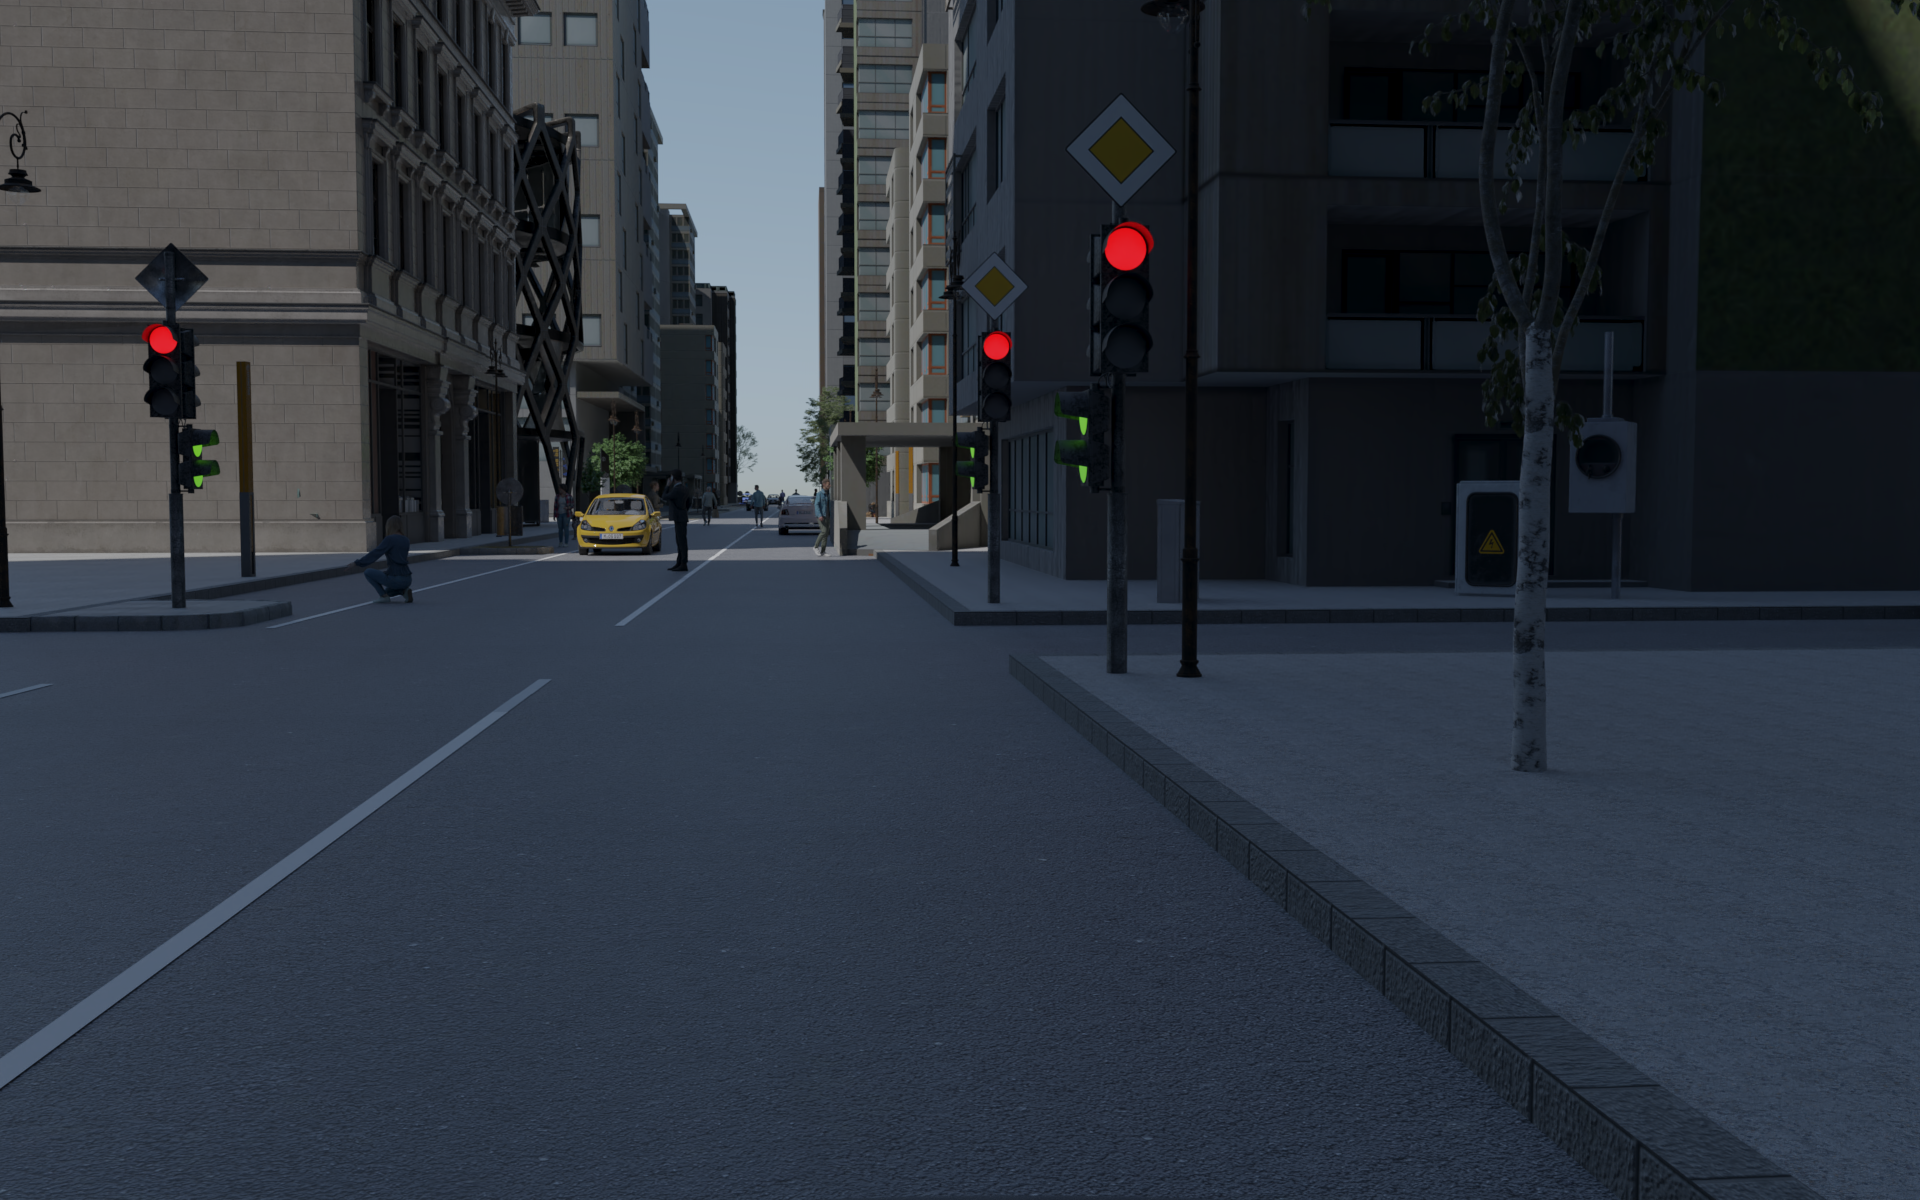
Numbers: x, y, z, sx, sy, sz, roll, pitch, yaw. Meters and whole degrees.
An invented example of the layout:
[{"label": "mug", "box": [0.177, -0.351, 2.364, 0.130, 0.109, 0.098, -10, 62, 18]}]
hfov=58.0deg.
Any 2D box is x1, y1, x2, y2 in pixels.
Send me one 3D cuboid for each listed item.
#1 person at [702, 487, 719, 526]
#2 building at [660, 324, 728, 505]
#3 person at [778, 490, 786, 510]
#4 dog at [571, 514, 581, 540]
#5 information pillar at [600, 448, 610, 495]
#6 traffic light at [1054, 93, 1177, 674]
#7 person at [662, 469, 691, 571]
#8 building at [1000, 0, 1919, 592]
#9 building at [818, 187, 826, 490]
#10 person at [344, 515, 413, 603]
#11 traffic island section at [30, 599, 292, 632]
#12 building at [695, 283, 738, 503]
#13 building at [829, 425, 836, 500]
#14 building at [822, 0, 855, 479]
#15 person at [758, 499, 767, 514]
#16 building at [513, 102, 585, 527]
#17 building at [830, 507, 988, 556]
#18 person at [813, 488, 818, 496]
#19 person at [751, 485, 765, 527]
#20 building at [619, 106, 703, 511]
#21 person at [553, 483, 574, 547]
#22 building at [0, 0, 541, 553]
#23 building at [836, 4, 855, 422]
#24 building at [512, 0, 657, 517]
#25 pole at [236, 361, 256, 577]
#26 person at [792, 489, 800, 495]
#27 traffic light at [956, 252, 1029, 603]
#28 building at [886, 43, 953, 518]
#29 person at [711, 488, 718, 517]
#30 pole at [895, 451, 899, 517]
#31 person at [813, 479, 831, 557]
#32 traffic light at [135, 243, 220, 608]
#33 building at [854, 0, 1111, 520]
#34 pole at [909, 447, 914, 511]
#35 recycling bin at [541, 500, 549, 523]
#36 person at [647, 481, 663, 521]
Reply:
[{"label": "person", "box": [-11.297, -4.243, 78.364, 0.782, 1.767, 0.515, -2, 4, -26]}, {"label": "building", "box": [-40.217, -21.133, 190.571, 27.650, 21.520, 28.899, 0, 4, -5]}, {"label": "person", "box": [-16.157, -9.107, 157.272, 0.709, 1.838, 0.599, -2, 4, -26]}, {"label": "dog", "box": [-11.867, -2.298, 54.405, 0.800, 0.831, 0.513, 1, 4, 18]}, {"label": "information pillar", "box": [-18.072, -5.919, 88.132, 0.504, 3.616, 0.183, -3, 5, -43]}, {"label": "traffic light", "box": [1.107, -1.431, 12.317, 0.839, 4.253, 0.868, 0, 4, -5]}, {"label": "person", "box": [-5.274, -1.488, 32.187, 0.474, 1.900, 0.648, 0, 4, 2]}, {"label": "building", "box": [7.239, -21.079, 28.236, 14.086, 41.232, 14.154, 0, 4, -5]}, {"label": "building", "box": [-13.091, -36.461, 246.244, 14.600, 45.320, 14.200, 0, 4, -5]}, {"label": "person", "box": [-7.606, -0.538, 22.787, 0.738, 1.151, 1.012, 2, 4, 32]}, {"label": "traffic island section", "box": [-8.834, 0.167, 19.548, 2.009, 0.180, 2.903, 0, 4, -5]}, {"label": "building", "box": [-37.775, -28.425, 236.452, 14.160, 30.474, 14.107, 0, 4, -5]}, {"label": "building", "box": [-0.382, -51.468, 154.178, 22.319, 86.520, 31.000, 0, 4, -5]}, {"label": "building", "box": [-5.184, -40.296, 200.844, 21.231, 58.520, 28.212, 0, 4, -5]}, {"label": "person", "box": [-14.361, -7.051, 124.501, 0.721, 1.743, 1.217, 3, 5, 40]}, {"label": "building", "box": [-23.296, -12.184, 66.663, 16.820, 18.784, 16.811, 0, 4, -5]}, {"label": "building", "box": [12.608, -21.747, 47.437, 32.217, 40.220, 23.993, 0, 4, -5]}, {"label": "person", "box": [-9.586, -6.537, 115.521, 0.705, 1.807, 1.348, 0, 4, 7]}, {"label": "person", "box": [-8.822, -4.110, 75.566, 0.638, 1.841, 0.748, 0, 4, -8]}, {"label": "building", "box": [-39.945, -28.372, 155.766, 32.217, 40.220, 23.993, 0, 4, -5]}, {"label": "person", "box": [-10.733, -2.300, 46.939, 0.563, 1.720, 0.643, 0, 4, 5]}, {"label": "building", "box": [-17.586, -11.468, 38.409, 10.553, 20.767, 40.483, 0, 4, -5]}, {"label": "building", "box": [2.252, -28.804, 125.571, 22.147, 44.769, 28.867, 0, 4, -5]}, {"label": "building", "box": [-33.382, -31.591, 105.744, 28.713, 52.752, 27.495, 0, 4, -5]}, {"label": "pole", "box": [-11.021, -2.012, 26.732, 0.158, 3.312, 0.155, 0, 3, 0]}, {"label": "person", "box": [-12.281, -7.421, 129.918, 1.350, 1.814, 0.705, 1, 4, 9]}, {"label": "traffic light", "box": [0.379, -1.917, 20.269, 0.839, 4.253, 0.868, 0, 4, -5]}, {"label": "building", "box": [11.028, -14.517, 82.389, 27.650, 21.520, 28.899, 0, 4, -5]}, {"label": "person", "box": [-15.704, -6.232, 110.524, 0.705, 1.807, 1.348, 1, 4, 14]}, {"label": "pole", "box": [-2.962, -5.389, 81.946, 0.158, 3.312, 0.155, 0, 3, 0]}, {"label": "person", "box": [-3.145, -1.887, 39.701, 0.444, 1.785, 0.601, 2, 4, 35]}, {"label": "traffic light", "box": [-8.793, -1.865, 19.417, 0.839, 4.253, 0.868, 0, 4, -5]}, {"label": "building", "box": [0.630, -25.713, 104.005, 14.154, 41.232, 14.086, 0, 4, -5]}, {"label": "pole", "box": [-1.902, -4.507, 67.526, 0.158, 3.312, 0.155, 0, 3, 0]}, {"label": "recycling bin", "box": [-18.973, -3.995, 77.875, 0.722, 1.027, 0.722, 3, 5, 40]}, {"label": "person", "box": [-7.830, -2.174, 44.601, 0.362, 1.759, 0.519, -2, 4, -32]}]
